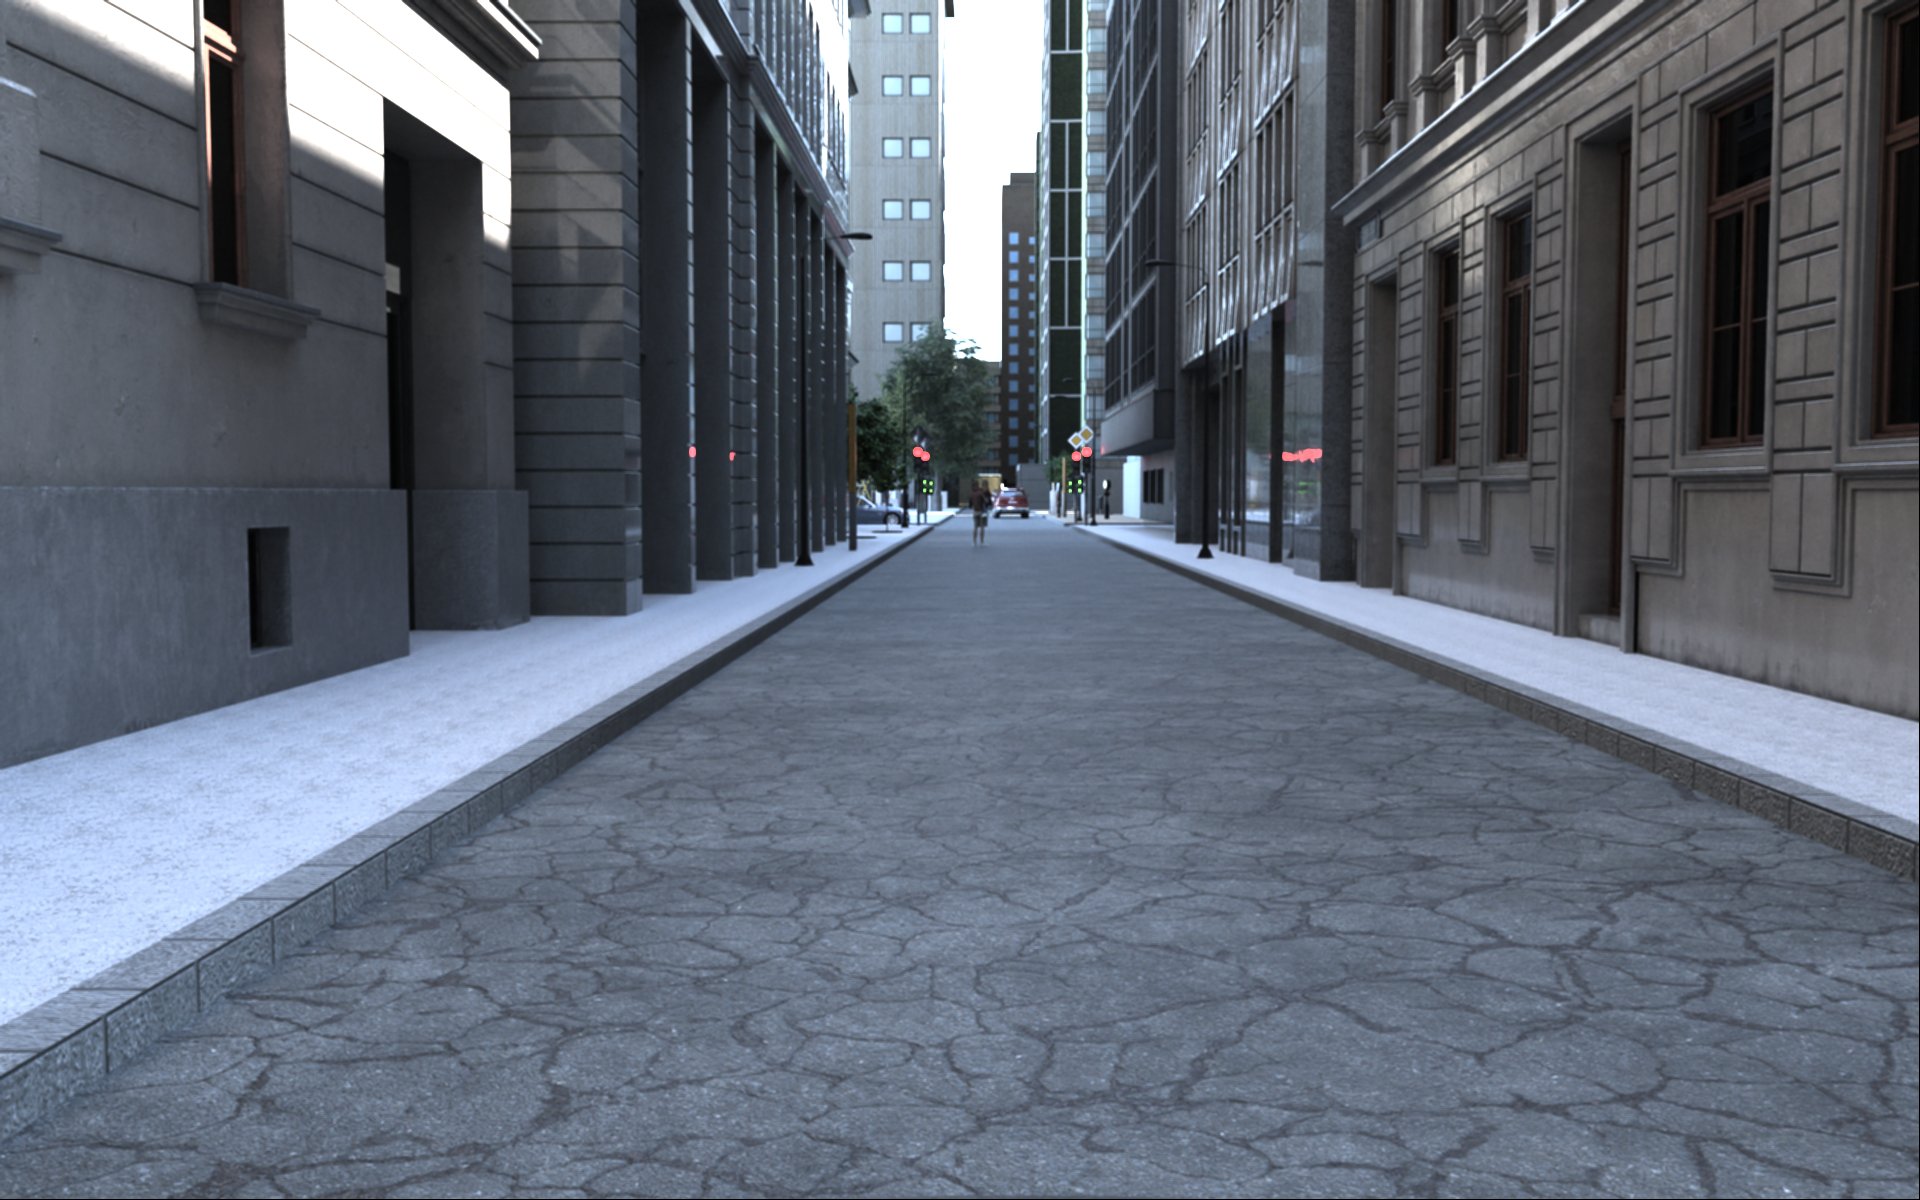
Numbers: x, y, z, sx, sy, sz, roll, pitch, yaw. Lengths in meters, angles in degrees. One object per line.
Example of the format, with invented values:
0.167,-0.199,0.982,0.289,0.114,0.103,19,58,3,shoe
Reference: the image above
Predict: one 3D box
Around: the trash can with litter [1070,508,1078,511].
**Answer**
9.379,-7.400,132.041,2.233,1.210,1.678,2,4,27,trash can with litter

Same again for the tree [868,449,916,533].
-2.514,-3.839,57.376,1.663,3.219,1.824,0,3,0,tree

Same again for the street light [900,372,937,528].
-1.572,-5.726,66.169,1.470,5.913,1.316,0,4,1,street light

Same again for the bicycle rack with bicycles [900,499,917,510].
-4.174,-7.583,137.365,2.925,0.926,2.852,1,4,9,bicycle rack with bicycles

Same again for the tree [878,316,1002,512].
-1.548,-13.385,125.500,9.857,13.997,8.962,0,3,0,tree

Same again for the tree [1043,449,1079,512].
7.739,-8.763,126.991,4.285,4.588,4.351,0,3,0,tree

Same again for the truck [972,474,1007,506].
2.759,-10.553,168.469,3.469,3.379,9.791,0,4,2,truck

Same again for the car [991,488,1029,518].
3.038,-5.824,103.891,2.281,1.827,5.304,0,4,-1,car

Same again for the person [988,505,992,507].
3.181,-10.863,185.978,0.709,1.838,0.599,0,4,-4,person

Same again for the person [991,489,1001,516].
2.375,-6.311,112.437,0.760,1.731,0.466,-3,5,-41,person

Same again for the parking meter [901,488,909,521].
-2.688,-4.792,84.067,0.255,1.863,0.399,-2,4,-30,parking meter

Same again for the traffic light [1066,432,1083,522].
5.215,-5.456,78.129,0.839,4.253,0.868,0,4,1,traffic light

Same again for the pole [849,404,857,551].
-2.432,-2.780,39.295,0.158,3.312,0.155,0,3,0,pole

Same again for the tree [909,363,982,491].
-1.213,-14.070,148.172,7.486,12.596,7.792,0,3,0,tree

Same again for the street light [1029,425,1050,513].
5.631,-8.849,117.219,1.470,5.913,1.316,0,4,1,street light

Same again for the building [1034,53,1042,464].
14.463,-29.335,163.217,14.154,41.232,14.086,0,4,1,building

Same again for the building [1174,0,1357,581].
11.443,-13.239,34.483,12.078,24.808,19.932,0,4,1,building

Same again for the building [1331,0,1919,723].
10.417,-10.881,14.060,11.583,22.565,21.152,0,4,1,building

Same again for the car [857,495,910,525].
-4.382,-3.836,74.724,4.499,1.417,2.014,0,3,0,car

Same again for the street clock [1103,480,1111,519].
7.565,-5.175,89.181,0.358,2.002,0.471,-1,4,-19,street clock

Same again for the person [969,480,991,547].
0.572,-2.381,47.407,0.580,1.828,0.573,-1,4,-11,person

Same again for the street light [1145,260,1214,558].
4.372,-3.791,34.517,1.470,5.913,1.316,0,4,1,street light

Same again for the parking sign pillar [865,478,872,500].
-7.321,-9.183,138.612,1.447,3.967,1.447,0,4,2,parking sign pillar

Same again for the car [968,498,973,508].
1.841,-10.182,178.275,2.131,1.459,4.920,0,3,0,car

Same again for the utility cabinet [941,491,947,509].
-1.655,-8.368,145.501,1.173,1.500,0.318,0,4,4,utility cabinet

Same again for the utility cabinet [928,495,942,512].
-1.806,-7.070,126.748,1.020,1.237,0.306,-2,4,-28,utility cabinet

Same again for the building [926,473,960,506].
-10.389,-46.003,190.403,20.563,71.187,20.611,0,4,1,building

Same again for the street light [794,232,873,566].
-2.254,-3.569,30.889,1.470,5.913,1.316,0,4,1,street light

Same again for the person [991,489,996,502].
3.063,-8.861,153.259,0.514,1.842,0.818,-1,4,-16,person

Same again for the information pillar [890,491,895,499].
-4.134,-7.054,106.692,0.183,3.616,0.504,-2,4,-35,information pillar

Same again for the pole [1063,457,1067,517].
5.800,-6.250,96.025,0.158,3.312,0.155,0,3,0,pole

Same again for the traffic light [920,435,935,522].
-1.546,-5.462,78.217,0.839,4.253,0.868,0,4,1,traffic light

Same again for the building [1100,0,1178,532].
12.549,-16.126,57.168,14.314,27.812,24.014,0,4,1,building

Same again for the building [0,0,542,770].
-10.701,-13.341,5.518,14.401,28.519,23.554,0,4,1,building

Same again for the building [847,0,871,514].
-18.746,-14.032,62.704,30.059,22.955,16.112,0,4,1,building

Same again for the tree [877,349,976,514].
-2.699,-10.885,112.377,8.767,10.594,7.601,3,4,37,tree

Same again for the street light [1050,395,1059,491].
5.096,-6.659,81.423,1.470,5.913,1.316,0,4,1,street light

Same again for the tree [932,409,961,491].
-1.415,-11.300,135.116,4.360,8.622,3.978,0,3,0,tree

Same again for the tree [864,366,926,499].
-3.982,-9.172,100.332,4.737,8.622,4.395,0,3,0,tree

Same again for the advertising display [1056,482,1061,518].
5.420,-5.487,94.924,0.123,1.923,0.974,0,4,-5,advertising display

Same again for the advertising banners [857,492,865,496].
-8.503,-9.152,145.815,2.074,3.025,0.090,3,5,40,advertising banners

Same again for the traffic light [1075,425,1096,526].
5.091,-4.968,70.145,0.839,4.253,0.868,0,4,1,traffic light

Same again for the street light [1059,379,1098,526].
4.859,-5.949,69.800,1.470,5.913,1.316,0,4,1,street light

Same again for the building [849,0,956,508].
-14.975,-35.309,166.533,28.713,52.752,27.495,0,4,1,building

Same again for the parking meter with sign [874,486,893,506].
-3.602,-5.111,79.831,0.543,3.016,1.738,-2,4,-27,parking meter with sign

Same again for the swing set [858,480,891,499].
-7.689,-9.398,151.271,2.862,2.851,3.119,1,4,18,swing set

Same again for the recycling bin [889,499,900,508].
-3.546,-4.782,90.747,0.722,1.027,0.722,0,4,6,recycling bin

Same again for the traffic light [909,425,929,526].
-1.669,-4.973,70.233,0.839,4.253,0.868,0,4,1,traffic light

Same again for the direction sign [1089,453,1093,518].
7.213,-6.289,94.820,0.379,3.537,0.876,0,4,-3,direction sign

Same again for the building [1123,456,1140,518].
21.912,-30.570,89.059,27.495,52.752,28.713,0,4,1,building

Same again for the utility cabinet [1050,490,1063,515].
6.038,-5.998,106.753,0.318,1.500,1.173,3,5,45,utility cabinet

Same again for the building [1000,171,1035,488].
12.808,-36.270,243.122,14.200,45.320,14.600,0,4,1,building

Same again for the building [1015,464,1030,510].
15.032,-43.012,141.497,20.563,71.187,20.611,0,4,1,building

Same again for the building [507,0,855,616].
-8.658,-15.571,32.082,11.434,29.767,29.804,0,4,1,building

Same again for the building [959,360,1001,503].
-8.634,-24.827,250.956,28.899,21.520,27.650,0,4,1,building

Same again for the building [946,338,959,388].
-15.118,-22.688,215.993,28.899,21.520,27.650,0,4,1,building

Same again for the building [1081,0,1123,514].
15.013,-26.367,114.701,14.154,41.232,14.086,0,4,1,building

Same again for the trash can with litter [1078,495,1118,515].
8.845,-5.886,107.289,1.678,1.210,2.233,-2,4,-35,trash can with litter

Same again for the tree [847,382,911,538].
-3.106,-4.083,50.476,4.285,4.588,4.351,0,3,0,tree

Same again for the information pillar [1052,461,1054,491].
6.656,-8.095,123.708,0.183,3.616,0.504,1,4,9,information pillar
